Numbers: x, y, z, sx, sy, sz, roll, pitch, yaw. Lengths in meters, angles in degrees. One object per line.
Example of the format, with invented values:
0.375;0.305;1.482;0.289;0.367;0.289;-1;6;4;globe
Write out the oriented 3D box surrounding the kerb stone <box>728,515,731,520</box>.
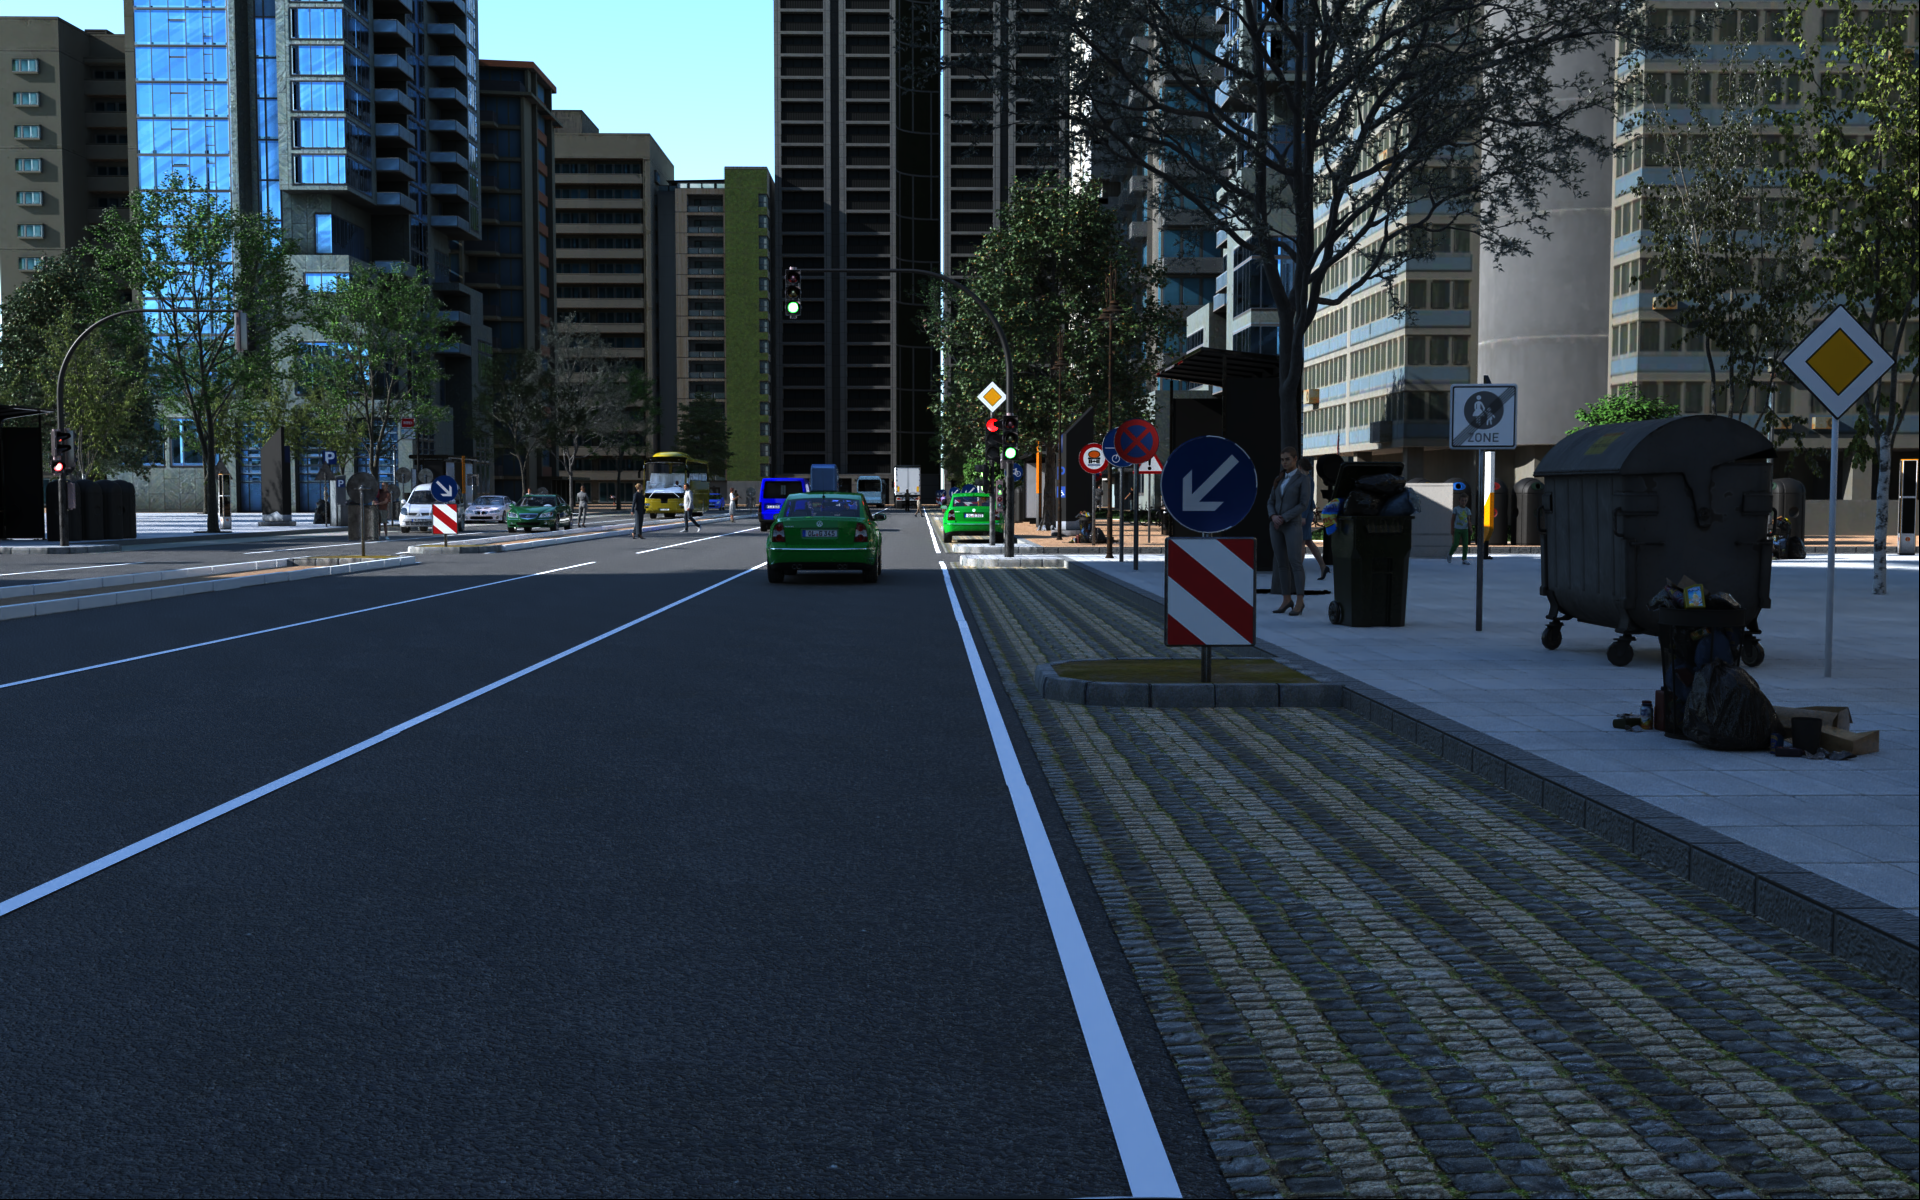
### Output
-12.680;-4.404;94.252;0.120;0.150;1.000;0;4;-1;kerb stone

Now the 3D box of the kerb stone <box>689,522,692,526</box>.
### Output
-12.291;-3.396;77.841;0.120;0.150;1.000;0;4;-1;kerb stone

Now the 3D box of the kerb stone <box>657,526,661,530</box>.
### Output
-12.080;-2.840;68.622;0.120;0.150;1.000;0;4;-1;kerb stone

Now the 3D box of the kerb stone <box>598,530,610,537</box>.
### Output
-11.813;-2.150;57.345;0.120;0.150;1.000;0;4;-1;kerb stone

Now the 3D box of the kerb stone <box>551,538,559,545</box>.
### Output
-11.624;-1.648;49.147;0.120;0.150;1.000;0;4;-1;kerb stone

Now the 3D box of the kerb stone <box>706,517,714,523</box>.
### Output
-12.487;-3.905;86.044;0.120;0.150;1.000;0;4;-1;kerb stone

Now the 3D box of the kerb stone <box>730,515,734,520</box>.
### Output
-12.706;-4.470;95.274;0.120;0.150;1.000;0;4;-1;kerb stone

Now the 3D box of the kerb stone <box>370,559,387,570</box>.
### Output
-11.241;-0.671;33.163;0.120;0.150;1.000;0;4;-1;kerb stone

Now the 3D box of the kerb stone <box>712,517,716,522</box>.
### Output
-12.514;-3.968;87.066;0.120;0.150;1.000;0;4;-1;kerb stone

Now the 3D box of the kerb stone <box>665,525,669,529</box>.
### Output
-12.119;-2.965;70.666;0.120;0.150;1.000;0;4;-1;kerb stone

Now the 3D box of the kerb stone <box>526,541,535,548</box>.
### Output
-11.544;-1.451;46.074;0.120;0.150;1.000;0;4;-1;kerb stone

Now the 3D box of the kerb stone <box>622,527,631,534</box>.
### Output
-11.904;-2.401;61.445;0.120;0.150;1.000;0;4;-1;kerb stone

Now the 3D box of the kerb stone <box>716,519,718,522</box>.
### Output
-12.537;-4.030;88.088;0.120;0.150;1.000;0;4;-1;kerb stone

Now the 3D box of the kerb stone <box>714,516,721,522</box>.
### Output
-12.555;-4.091;89.110;0.120;0.150;1.000;0;4;-1;kerb stone

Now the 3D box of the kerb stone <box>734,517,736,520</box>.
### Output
-12.730;-4.531;96.296;0.120;0.150;1.000;0;4;-1;kerb stone

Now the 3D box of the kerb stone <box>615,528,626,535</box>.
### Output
-11.880;-2.335;60.415;0.120;0.150;1.000;0;4;-1;kerb stone

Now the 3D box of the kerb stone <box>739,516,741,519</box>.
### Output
-12.797;-4.717;99.365;0.120;0.150;1.000;0;4;-1;kerb stone

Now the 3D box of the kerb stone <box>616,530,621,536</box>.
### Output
-11.858;-2.275;59.389;0.120;0.150;1.000;0;4;-1;kerb stone

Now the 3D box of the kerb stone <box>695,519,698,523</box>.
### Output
-12.345;-3.524;79.895;0.120;0.150;1.000;0;4;-1;kerb stone

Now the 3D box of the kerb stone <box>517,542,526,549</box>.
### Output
-11.519;-1.396;45.047;0.120;0.150;1.000;0;4;-1;kerb stone

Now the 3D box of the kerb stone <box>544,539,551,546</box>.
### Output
-11.591;-1.586;48.123;0.120;0.150;1.000;0;4;-1;kerb stone

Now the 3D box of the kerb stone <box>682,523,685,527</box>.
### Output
-12.243;-3.278;75.785;0.120;0.150;1.000;0;4;-1;kerb stone

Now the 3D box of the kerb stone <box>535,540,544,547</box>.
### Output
-11.563;-1.523;47.096;0.120;0.150;1.000;0;4;-1;kerb stone

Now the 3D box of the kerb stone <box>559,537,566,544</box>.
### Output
-11.639;-1.705;50.170;0.120;0.150;1.000;0;4;-1;kerb stone

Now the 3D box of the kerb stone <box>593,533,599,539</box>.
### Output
-11.756;-2.019;55.294;0.120;0.150;1.000;0;4;-1;kerb stone

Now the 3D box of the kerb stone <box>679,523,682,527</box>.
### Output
-12.225;-3.215;74.763;0.120;0.150;1.000;0;4;-1;kerb stone

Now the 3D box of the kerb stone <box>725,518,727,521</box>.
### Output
-12.628;-4.277;92.191;0.120;0.150;1.000;0;4;-1;kerb stone

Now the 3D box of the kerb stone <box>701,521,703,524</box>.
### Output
-12.397;-3.652;81.949;0.120;0.150;1.000;0;4;-1;kerb stone

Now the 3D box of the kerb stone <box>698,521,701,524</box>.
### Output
-12.358;-3.592;80.923;0.120;0.150;1.000;0;4;-1;kerb stone

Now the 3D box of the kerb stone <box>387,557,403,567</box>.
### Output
-11.262;-0.733;34.185;0.120;0.150;1.000;0;4;-1;kerb stone

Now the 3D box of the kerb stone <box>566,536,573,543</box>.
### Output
-11.665;-1.774;51.194;0.120;0.150;1.000;0;4;-1;kerb stone

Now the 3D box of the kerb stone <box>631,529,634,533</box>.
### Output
-11.928;-2.463;62.472;0.120;0.150;1.000;0;4;-1;kerb stone

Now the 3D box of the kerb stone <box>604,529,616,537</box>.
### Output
-11.834;-2.212;58.367;0.120;0.150;1.000;0;4;-1;kerb stone

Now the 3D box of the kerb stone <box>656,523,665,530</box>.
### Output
-12.101;-2.902;69.644;0.120;0.150;1.000;0;4;-1;kerb stone

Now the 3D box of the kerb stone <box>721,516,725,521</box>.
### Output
-12.602;-4.218;91.167;0.120;0.150;1.000;0;4;-1;kerb stone

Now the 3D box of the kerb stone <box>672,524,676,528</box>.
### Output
-12.177;-3.090;72.713;0.120;0.150;1.000;0;4;-1;kerb stone

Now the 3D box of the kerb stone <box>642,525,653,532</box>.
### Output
-12.032;-2.714;66.565;0.120;0.150;1.000;0;4;-1;kerb stone

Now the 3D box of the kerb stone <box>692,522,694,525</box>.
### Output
-12.321;-3.461;78.863;0.120;0.150;1.000;0;4;-1;kerb stone

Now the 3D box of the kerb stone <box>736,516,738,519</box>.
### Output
-12.754;-4.595;97.318;0.120;0.150;1.000;0;4;-1;kerb stone

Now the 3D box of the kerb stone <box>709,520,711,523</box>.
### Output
-12.456;-3.843;85.022;0.120;0.150;1.000;0;4;-1;kerb stone

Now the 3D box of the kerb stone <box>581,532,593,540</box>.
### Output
-11.733;-1.962;54.272;0.120;0.150;1.000;0;4;-1;kerb stone

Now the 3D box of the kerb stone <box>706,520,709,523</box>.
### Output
-12.435;-3.770;83.993;0.120;0.150;1.000;0;4;-1;kerb stone

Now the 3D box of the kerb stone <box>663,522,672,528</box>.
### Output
-12.149;-3.022;71.689;0.120;0.150;1.000;0;4;-1;kerb stone

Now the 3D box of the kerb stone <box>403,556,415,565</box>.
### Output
-11.277;-0.795;35.208;0.120;0.150;1.000;0;4;-1;kerb stone

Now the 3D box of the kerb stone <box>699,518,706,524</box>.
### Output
-12.403;-3.717;82.971;0.120;0.150;1.000;0;4;-1;kerb stone

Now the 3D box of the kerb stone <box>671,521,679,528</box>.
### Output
-12.191;-3.152;73.737;0.120;0.150;1.000;0;4;-1;kerb stone

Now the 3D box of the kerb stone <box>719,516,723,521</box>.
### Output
-12.586;-4.155;90.136;0.120;0.150;1.000;0;4;-1;kerb stone

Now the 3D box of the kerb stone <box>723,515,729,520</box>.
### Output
-12.658;-4.344;93.217;0.120;0.150;1.000;0;4;-1;kerb stone

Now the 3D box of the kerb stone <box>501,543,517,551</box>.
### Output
-11.495;-1.333;44.025;0.120;0.150;1.000;0;4;-1;kerb stone

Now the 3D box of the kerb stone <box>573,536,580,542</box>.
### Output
-11.694;-1.836;52.216;0.120;0.150;1.000;0;4;-1;kerb stone

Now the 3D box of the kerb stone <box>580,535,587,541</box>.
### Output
-11.707;-1.899;53.238;0.120;0.150;1.000;0;4;-1;kerb stone

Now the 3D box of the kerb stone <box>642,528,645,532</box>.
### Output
-11.979;-2.588;64.516;0.120;0.150;1.000;0;4;-1;kerb stone

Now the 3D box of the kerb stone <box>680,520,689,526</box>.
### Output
-12.270;-3.339;76.819;0.120;0.150;1.000;0;4;-1;kerb stone

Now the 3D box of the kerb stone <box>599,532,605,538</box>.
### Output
-11.787;-2.087;56.322;0.120;0.150;1.000;0;4;-1;kerb stone

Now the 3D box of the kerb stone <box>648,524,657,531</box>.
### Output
-12.054;-2.776;67.590;0.120;0.150;1.000;0;4;-1;kerb stone
